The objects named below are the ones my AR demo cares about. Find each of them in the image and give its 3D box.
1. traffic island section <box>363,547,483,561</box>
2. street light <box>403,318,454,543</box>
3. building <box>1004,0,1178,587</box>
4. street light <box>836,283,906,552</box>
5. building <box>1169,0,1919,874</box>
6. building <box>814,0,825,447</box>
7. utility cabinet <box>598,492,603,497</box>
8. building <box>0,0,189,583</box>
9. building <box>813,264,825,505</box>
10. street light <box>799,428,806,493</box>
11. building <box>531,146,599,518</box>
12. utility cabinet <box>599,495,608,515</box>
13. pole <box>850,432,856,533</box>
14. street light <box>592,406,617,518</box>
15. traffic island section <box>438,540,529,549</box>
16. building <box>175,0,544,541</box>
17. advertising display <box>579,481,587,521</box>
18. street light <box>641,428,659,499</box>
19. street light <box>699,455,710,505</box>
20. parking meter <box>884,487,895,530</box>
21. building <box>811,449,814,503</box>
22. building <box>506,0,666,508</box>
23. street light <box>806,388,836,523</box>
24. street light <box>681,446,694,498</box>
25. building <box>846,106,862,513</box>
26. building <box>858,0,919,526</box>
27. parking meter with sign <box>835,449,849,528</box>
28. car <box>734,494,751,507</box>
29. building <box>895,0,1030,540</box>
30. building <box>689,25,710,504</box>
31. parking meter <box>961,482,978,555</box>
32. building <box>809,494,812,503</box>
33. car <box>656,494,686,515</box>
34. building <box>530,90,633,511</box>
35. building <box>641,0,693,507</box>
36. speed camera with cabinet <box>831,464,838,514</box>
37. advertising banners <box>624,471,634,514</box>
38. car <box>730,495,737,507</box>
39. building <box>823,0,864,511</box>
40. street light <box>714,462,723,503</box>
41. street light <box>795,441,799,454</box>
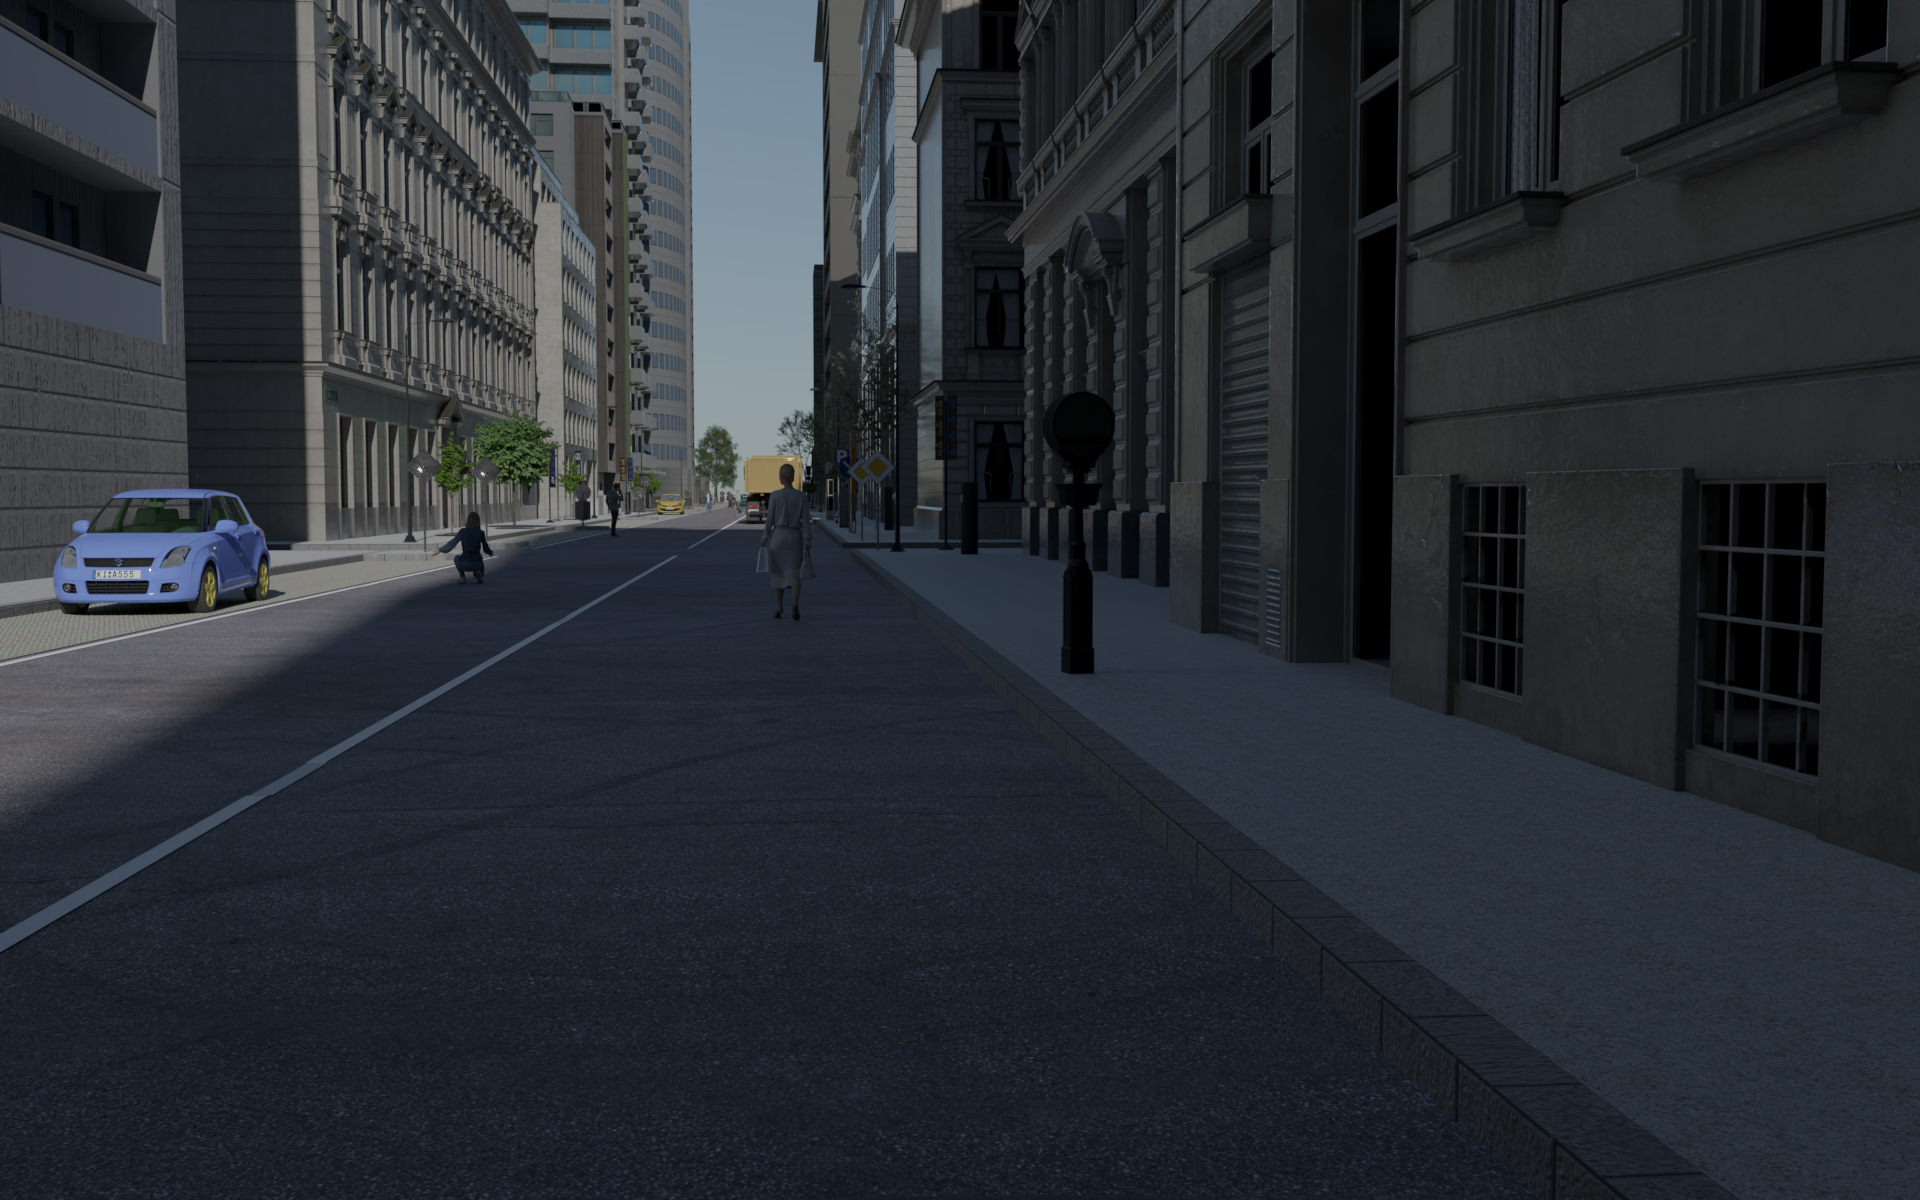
[{"bbox_3d":[-11.829,-0.976,38.245,2.009,0.180,2.903,0,4,-6],"label":"traffic island section"},{"bbox_3d":[-14.045,-4.481,45.802,1.470,5.913,1.316,0,4,-6],"label":"street light"},{"bbox_3d":[7.027,-12.167,27.816,11.050,23.489,19.941,0,4,-6],"label":"building"},{"bbox_3d":[-1.926,-4.023,38.323,1.470,5.913,1.316,0,4,-6],"label":"street light"},{"bbox_3d":[10.748,-10.388,3.128,16.112,22.955,30.059,0,4,-6],"label":"building"},{"bbox_3d":[-0.746,-36.350,183.563,28.713,52.752,27.495,0,4,-6],"label":"building"},{"bbox_3d":[-23.057,-6.133,108.951,1.173,1.500,0.318,-1,4,-20],"label":"utility cabinet"},{"bbox_3d":[-28.052,-29.551,25.153,28.212,58.520,21.231,0,4,-6],"label":"building"},{"bbox_3d":[-11.519,-27.347,218.825,14.160,30.474,14.107,0,4,-6],"label":"building"},{"bbox_3d":[-10.307,-9.098,121.299,1.470,5.913,1.316,0,4,-6],"label":"street light"},{"bbox_3d":[-26.818,-14.902,98.403,10.420,20.320,16.860,0,4,-6],"label":"building"},{"bbox_3d":[-21.645,-5.744,105.079,0.306,1.237,1.020,-2,4,-26],"label":"utility cabinet"},{"bbox_3d":[-3.507,-3.854,56.848,0.158,3.312,0.155,0,3,0],"label":"pole"},{"bbox_3d":[-18.700,-7.246,91.021,1.470,5.913,1.316,0,4,-6],"label":"street light"},{"bbox_3d":[-12.639,-1.462,46.189,2.009,0.180,2.903,0,4,-6],"label":"traffic island section"},{"bbox_3d":[-27.240,-17.750,66.628,17.030,29.872,44.131,0,4,-6],"label":"building"},{"bbox_3d":[-17.999,-4.740,82.709,0.123,1.923,0.974,0,4,5],"label":"advertising display"},{"bbox_3d":[-21.880,-9.139,121.958,1.470,5.913,1.316,0,4,-6],"label":"street light"},{"bbox_3d":[-30.223,-14.198,204.685,1.470,5.913,1.316,0,4,-6],"label":"street light"},{"bbox_3d":[-2.492,-3.231,61.245,0.372,1.533,0.369,0,3,0],"label":"parking meter"},{"bbox_3d":[-9.367,-56.735,240.293,22.319,86.520,31.000,0,4,-6],"label":"building"},{"bbox_3d":[-38.114,-32.378,148.983,23.786,49.044,30.456,0,4,-6],"label":"building"},{"bbox_3d":[-5.878,-6.331,76.058,1.470,5.913,1.316,0,4,-6],"label":"street light"},{"bbox_3d":[-26.391,-11.918,167.407,1.470,5.913,1.316,0,4,-6],"label":"street light"},{"bbox_3d":[0.077,-19.752,110.329,14.401,28.519,23.554,0,4,-6],"label":"building"},{"bbox_3d":[1.333,-18.690,83.082,11.434,29.767,29.804,0,4,-6],"label":"building"},{"bbox_3d":[-4.490,-4.301,66.580,0.543,3.016,1.738,0,4,-7],"label":"parking meter with sign"},{"bbox_3d":[-21.645,-9.930,174.156,2.131,1.459,4.920,0,4,-6],"label":"car"},{"bbox_3d":[7.954,-11.561,53.648,19.286,19.102,10.561,0,4,-6],"label":"building"},{"bbox_3d":[-48.030,-50.109,257.531,20.563,71.187,20.611,0,4,-6],"label":"building"},{"bbox_3d":[0.203,-1.741,36.883,0.372,1.533,0.369,0,3,0],"label":"parking meter"},{"bbox_3d":[-7.807,-35.325,269.451,32.217,40.220,23.993,0,4,-6],"label":"building"},{"bbox_3d":[-19.890,-6.668,119.244,2.015,1.641,3.980,0,4,-7],"label":"car"},{"bbox_3d":[-31.981,-21.756,127.419,14.160,30.474,14.107,0,4,-6],"label":"building"},{"bbox_3d":[-39.033,-38.916,178.280,21.231,58.520,28.212,0,4,-6],"label":"building"},{"bbox_3d":[-8.318,-7.270,113.201,0.660,3.252,2.038,0,4,6],"label":"speed camera with cabinet"},{"bbox_3d":[-21.508,-7.121,112.617,0.090,3.025,2.074,-2,4,-26],"label":"advertising banners"},{"bbox_3d":[-25.110,-11.171,195.225,1.945,1.354,3.894,0,4,-7],"label":"car"},{"bbox_3d":[-0.365,-31.794,143.531,21.300,48.544,21.600,0,4,-6],"label":"building"},{"bbox_3d":[-34.892,-16.964,249.902,1.470,5.913,1.316,0,4,-6],"label":"street light"},{"bbox_3d":[-13.493,-10.968,151.869,1.470,5.913,1.316,0,4,-6],"label":"street light"}]
